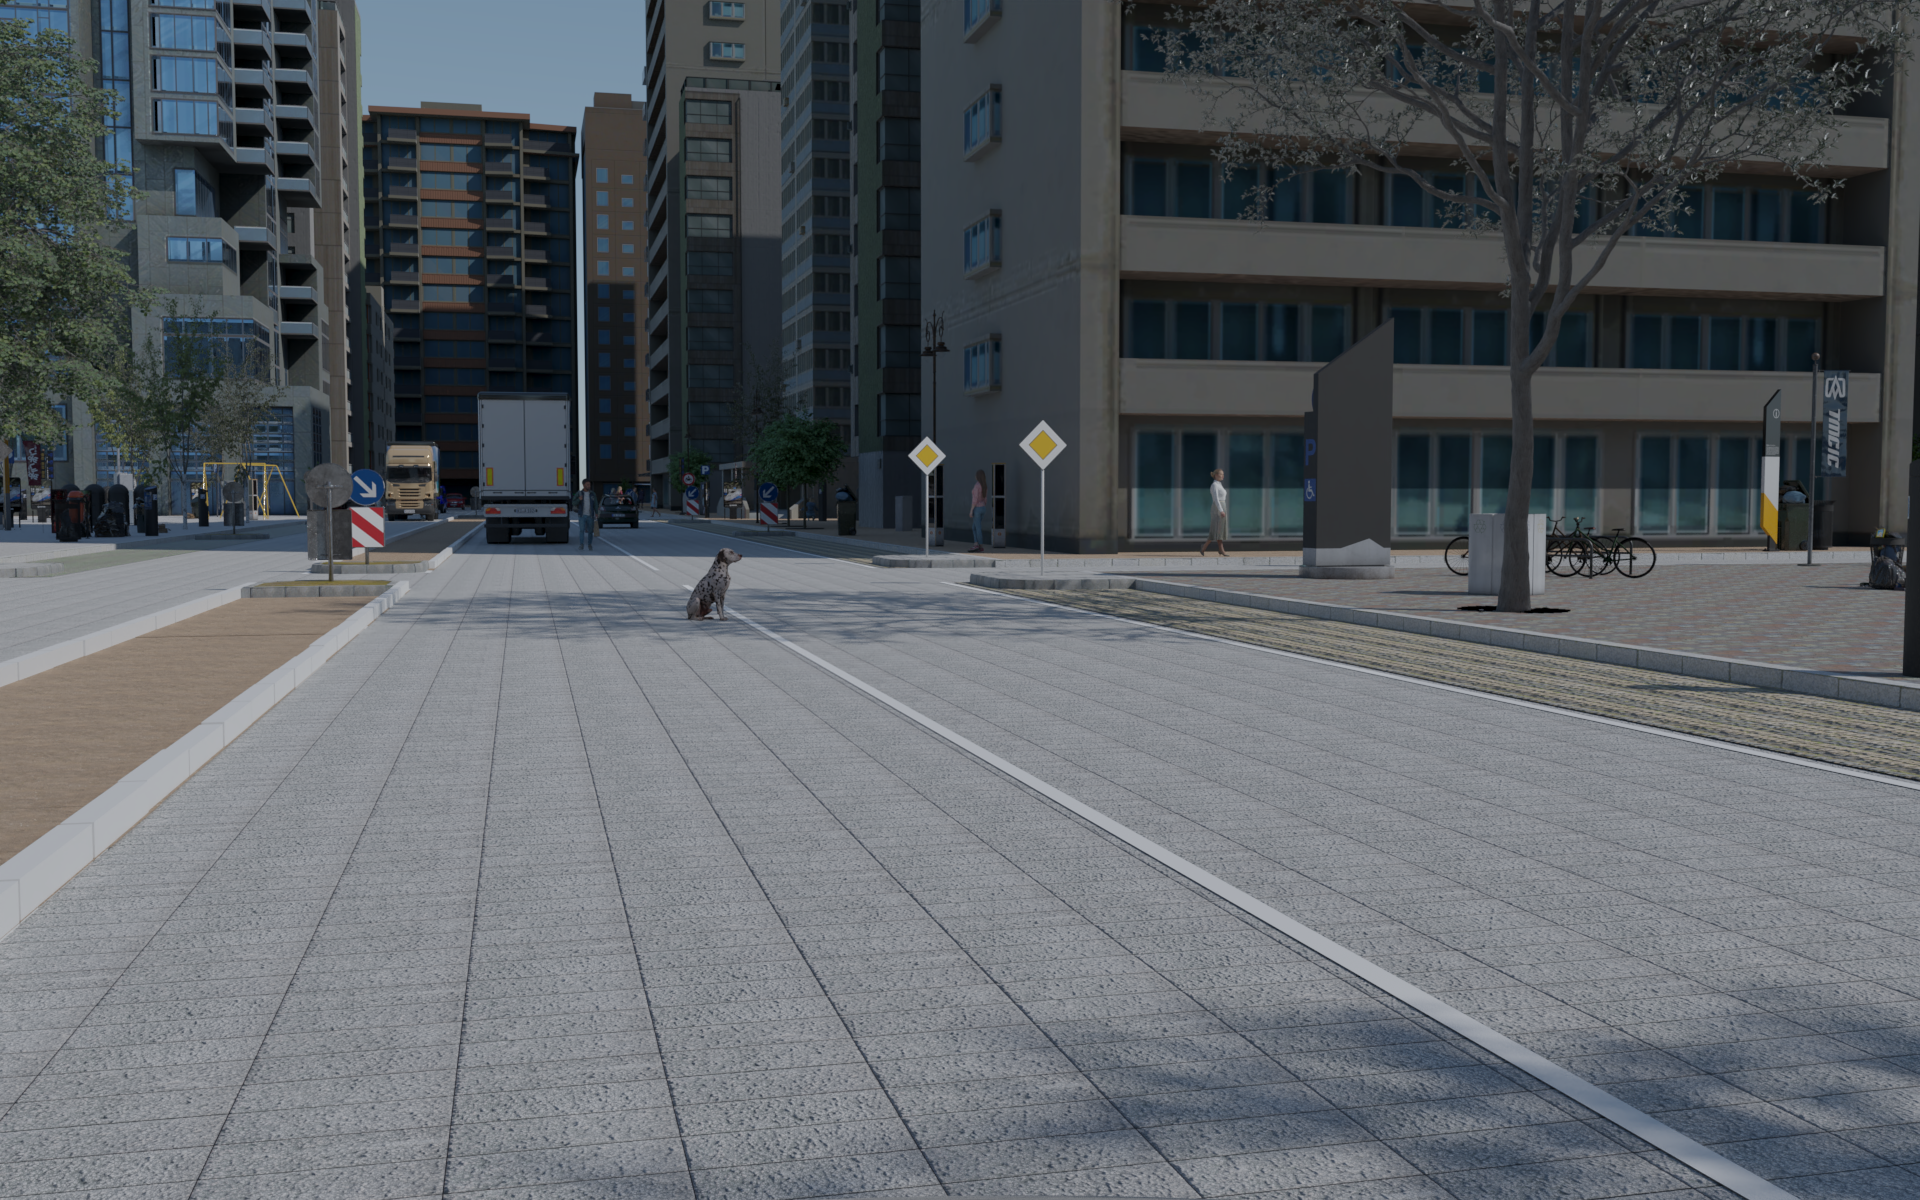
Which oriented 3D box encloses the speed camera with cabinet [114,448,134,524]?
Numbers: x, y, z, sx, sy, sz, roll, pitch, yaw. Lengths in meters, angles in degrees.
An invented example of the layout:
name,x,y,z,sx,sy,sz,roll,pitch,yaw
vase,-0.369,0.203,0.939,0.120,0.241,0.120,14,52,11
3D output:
name,x,y,z,sx,sy,sz,roll,pitch,yaw
speed camera with cabinet,-35.696,-4.902,74.488,2.038,3.252,0.660,3,5,43

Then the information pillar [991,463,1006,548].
name,x,y,z,sx,sy,sz,roll,pitch,yaw
information pillar,0.915,-2.234,41.011,0.304,2.012,0.304,-1,4,-8

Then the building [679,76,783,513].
name,x,y,z,sx,sy,sz,roll,pitch,yaw
building,-13.244,-21.603,124.906,14.160,30.474,14.107,-1,4,-14

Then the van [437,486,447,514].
name,x,y,z,sx,sy,sz,roll,pitch,yaw
van,-39.293,-7.613,128.856,2.240,2.365,5.245,-1,4,-13

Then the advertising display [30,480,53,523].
name,x,y,z,sx,sy,sz,roll,pitch,yaw
advertising display,-41.086,-4.420,77.488,0.974,1.923,0.123,0,4,3

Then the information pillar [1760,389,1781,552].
name,x,y,z,sx,sy,sz,roll,pitch,yaw
information pillar,18.035,-2.885,38.522,0.504,3.616,0.183,-2,4,-28

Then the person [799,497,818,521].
name,x,y,z,sx,sy,sz,roll,pitch,yaw
person,-7.280,-4.410,83.645,1.012,1.151,0.738,0,4,-1

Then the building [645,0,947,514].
name,x,y,z,sx,sy,sz,roll,pitch,yaw
building,-14.164,-31.731,142.501,21.300,48.544,21.600,-1,4,-14

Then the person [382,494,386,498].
name,x,y,z,sx,sy,sz,roll,pitch,yaw
person,-48.883,-8.526,146.268,1.217,1.723,0.721,2,4,29

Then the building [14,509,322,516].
name,x,y,z,sx,sy,sz,roll,pitch,yaw
building,-53.331,-48.969,113.321,22.319,86.520,31.000,-1,4,-14

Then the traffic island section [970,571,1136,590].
name,x,y,z,sx,sy,sz,roll,pitch,yaw
traffic island section,1.337,-0.301,27.200,2.009,0.180,2.903,-1,4,-14

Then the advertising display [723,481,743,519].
name,x,y,z,sx,sy,sz,roll,pitch,yaw
advertising display,-11.554,-5.076,88.206,0.974,1.923,0.123,0,4,-4

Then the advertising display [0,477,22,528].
name,x,y,z,sx,sy,sz,roll,pitch,yaw
advertising display,-36.181,-3.705,65.793,0.123,1.923,0.974,3,4,37

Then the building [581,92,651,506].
name,x,y,z,sx,sy,sz,roll,pitch,yaw
building,-35.508,-33.492,197.697,14.200,45.320,14.600,-1,4,-14

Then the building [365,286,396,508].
name,x,y,z,sx,sy,sz,roll,pitch,yaw
building,-67.933,-19.186,158.732,28.899,21.520,27.650,-1,4,-14

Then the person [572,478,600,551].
name,x,y,z,sx,sy,sz,roll,pitch,yaw
person,-9.352,-2.145,43.557,0.794,1.824,0.713,0,4,-7

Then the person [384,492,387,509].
name,x,y,z,sx,sy,sz,roll,pitch,yaw
person,-49.438,-8.779,149.597,1.348,1.823,0.705,0,4,6

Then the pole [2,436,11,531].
name,x,y,z,sx,sy,sz,roll,pitch,yaw
pole,-33.429,-4.090,60.715,0.158,3.312,0.155,0,3,0

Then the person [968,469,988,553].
name,x,y,z,sx,sy,sz,roll,pitch,yaw
person,0.413,-1.955,38.009,0.388,1.821,0.555,1,4,23

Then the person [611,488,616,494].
name,x,y,z,sx,sy,sz,roll,pitch,yaw
person,-20.545,-5.778,103.157,0.526,1.800,0.537,2,4,25

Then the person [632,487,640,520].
name,x,y,z,sx,sy,sz,roll,pitch,yaw
person,-18.071,-5.348,95.962,0.654,1.822,0.581,1,4,14

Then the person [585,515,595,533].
name,x,y,z,sx,sy,sz,roll,pitch,yaw
person,-13.724,-3.392,64.162,0.583,1.804,0.606,2,4,33

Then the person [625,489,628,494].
name,x,y,z,sx,sy,sz,roll,pitch,yaw
person,-32.746,-10.090,171.093,1.350,1.814,0.705,1,4,20

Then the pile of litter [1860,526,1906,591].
name,x,y,z,sx,sy,sz,roll,pitch,yaw
pile of litter,12.870,-0.586,23.546,1.176,0.858,1.719,2,4,35

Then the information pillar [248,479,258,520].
name,x,y,z,sx,sy,sz,roll,pitch,yaw
information pillar,-34.983,-4.967,85.708,0.304,2.012,0.304,2,4,26

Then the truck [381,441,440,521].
name,x,y,z,sx,sy,sz,roll,pitch,yaw
truck,-29.878,-6.470,94.693,2.839,4.237,11.283,-1,4,-15

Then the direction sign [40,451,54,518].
name,x,y,z,sx,sy,sz,roll,pitch,yaw
direction sign,-48.075,-6.068,91.202,0.876,3.537,0.379,1,4,14

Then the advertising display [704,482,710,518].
name,x,y,z,sx,sy,sz,roll,pitch,yaw
advertising display,-13.462,-5.317,92.146,0.123,1.923,0.974,0,4,4

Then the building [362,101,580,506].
name,x,y,z,sx,sy,sz,roll,pitch,yaw
building,-57.958,-33.149,196.603,28.867,44.769,22.147,-1,4,-14

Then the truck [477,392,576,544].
name,x,y,z,sx,sy,sz,roll,pitch,yaw
truck,-13.233,-3.934,53.233,2.839,4.237,11.283,-1,4,-13

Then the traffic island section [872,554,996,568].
name,x,y,z,sx,sy,sz,roll,pitch,yaw
traffic island section,-0.620,-0.774,34.942,2.009,0.180,2.903,-1,4,-14

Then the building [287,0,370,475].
name,x,y,z,sx,sy,sz,roll,pitch,yaw
building,-55.161,-27.760,137.474,14.154,41.232,14.086,-1,4,-14

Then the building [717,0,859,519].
name,x,y,z,sx,sy,sz,roll,pitch,yaw
building,2.810,-24.923,99.374,32.217,40.220,23.993,-1,4,-14

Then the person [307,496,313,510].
name,x,y,z,sx,sy,sz,roll,pitch,yaw
person,-36.752,-5.672,98.135,0.474,1.900,0.648,-2,4,-34

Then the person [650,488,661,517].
name,x,y,z,sx,sy,sz,roll,pitch,yaw
person,-18.950,-6.070,107.832,0.778,1.811,0.616,1,4,21

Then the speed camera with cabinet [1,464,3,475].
name,x,y,z,sx,sy,sz,roll,pitch,yaw
speed camera with cabinet,-52.872,-6.152,94.926,2.038,3.252,0.660,3,5,45

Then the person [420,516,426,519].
name,x,y,z,sx,sy,sz,roll,pitch,yaw
person,-31.237,-5.620,100.649,0.793,1.790,0.793,-2,4,-35

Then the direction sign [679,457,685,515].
name,x,y,z,sx,sy,sz,roll,pitch,yaw
direction sign,-17.136,-7.014,106.682,0.379,3.537,0.876,-2,4,-28

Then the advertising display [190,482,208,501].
name,x,y,z,sx,sy,sz,roll,pitch,yaw
advertising display,-41.460,-5.455,94.398,0.123,1.923,0.974,2,4,35

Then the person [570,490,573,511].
name,x,y,z,sx,sy,sz,roll,pitch,yaw
person,-32.357,-8.225,143.423,0.568,1.767,0.683,0,4,2

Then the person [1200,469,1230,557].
name,x,y,z,sx,sy,sz,roll,pitch,yaw
person,5.241,-1.796,35.631,0.641,1.798,0.478,2,4,32

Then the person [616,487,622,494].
name,x,y,z,sx,sy,sz,roll,pitch,yaw
person,-17.985,-5.079,91.512,0.573,1.828,0.580,-2,4,-32

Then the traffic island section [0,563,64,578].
name,x,y,z,sx,sy,sz,roll,pitch,yaw
traffic island section,-17.242,-0.519,30.762,2.009,0.180,2.903,-1,4,-14

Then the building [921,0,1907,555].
name,x,y,z,sx,sy,sz,roll,pitch,yaw
building,10.106,-25.955,48.061,21.600,48.544,21.300,-1,4,-14

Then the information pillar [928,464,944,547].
name,x,y,z,sx,sy,sz,roll,pitch,yaw
information pillar,-0.598,-2.315,42.346,0.304,2.012,0.304,3,5,44

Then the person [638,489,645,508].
name,x,y,z,sx,sy,sz,roll,pitch,yaw
person,-28.352,-9.022,154.003,0.683,1.767,0.568,0,4,-5

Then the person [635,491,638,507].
name,x,y,z,sx,sy,sz,roll,pitch,yaw
person,-30.992,-9.744,165.450,1.348,1.812,0.705,-1,4,-10

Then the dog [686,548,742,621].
name,x,y,z,sx,sy,sz,roll,pitch,yaw
dog,-2.904,-0.182,19.820,0.513,0.831,0.800,-3,4,-37

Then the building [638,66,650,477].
name,x,y,z,sx,sy,sz,roll,pitch,yaw
building,-18.866,-33.547,168.095,23.786,49.044,30.456,-1,4,-14

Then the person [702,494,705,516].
name,x,y,z,sx,sy,sz,roll,pitch,yaw
person,-15.156,-5.666,102.965,0.394,1.301,0.425,-2,4,-30

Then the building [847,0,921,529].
name,x,y,z,sx,sy,sz,roll,pitch,yaw
building,2.274,-18.348,71.691,14.160,30.474,14.107,-1,4,-14

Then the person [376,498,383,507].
name,x,y,z,sx,sy,sz,roll,pitch,yaw
person,-32.214,-5.071,96.096,0.332,1.250,0.352,2,4,28
